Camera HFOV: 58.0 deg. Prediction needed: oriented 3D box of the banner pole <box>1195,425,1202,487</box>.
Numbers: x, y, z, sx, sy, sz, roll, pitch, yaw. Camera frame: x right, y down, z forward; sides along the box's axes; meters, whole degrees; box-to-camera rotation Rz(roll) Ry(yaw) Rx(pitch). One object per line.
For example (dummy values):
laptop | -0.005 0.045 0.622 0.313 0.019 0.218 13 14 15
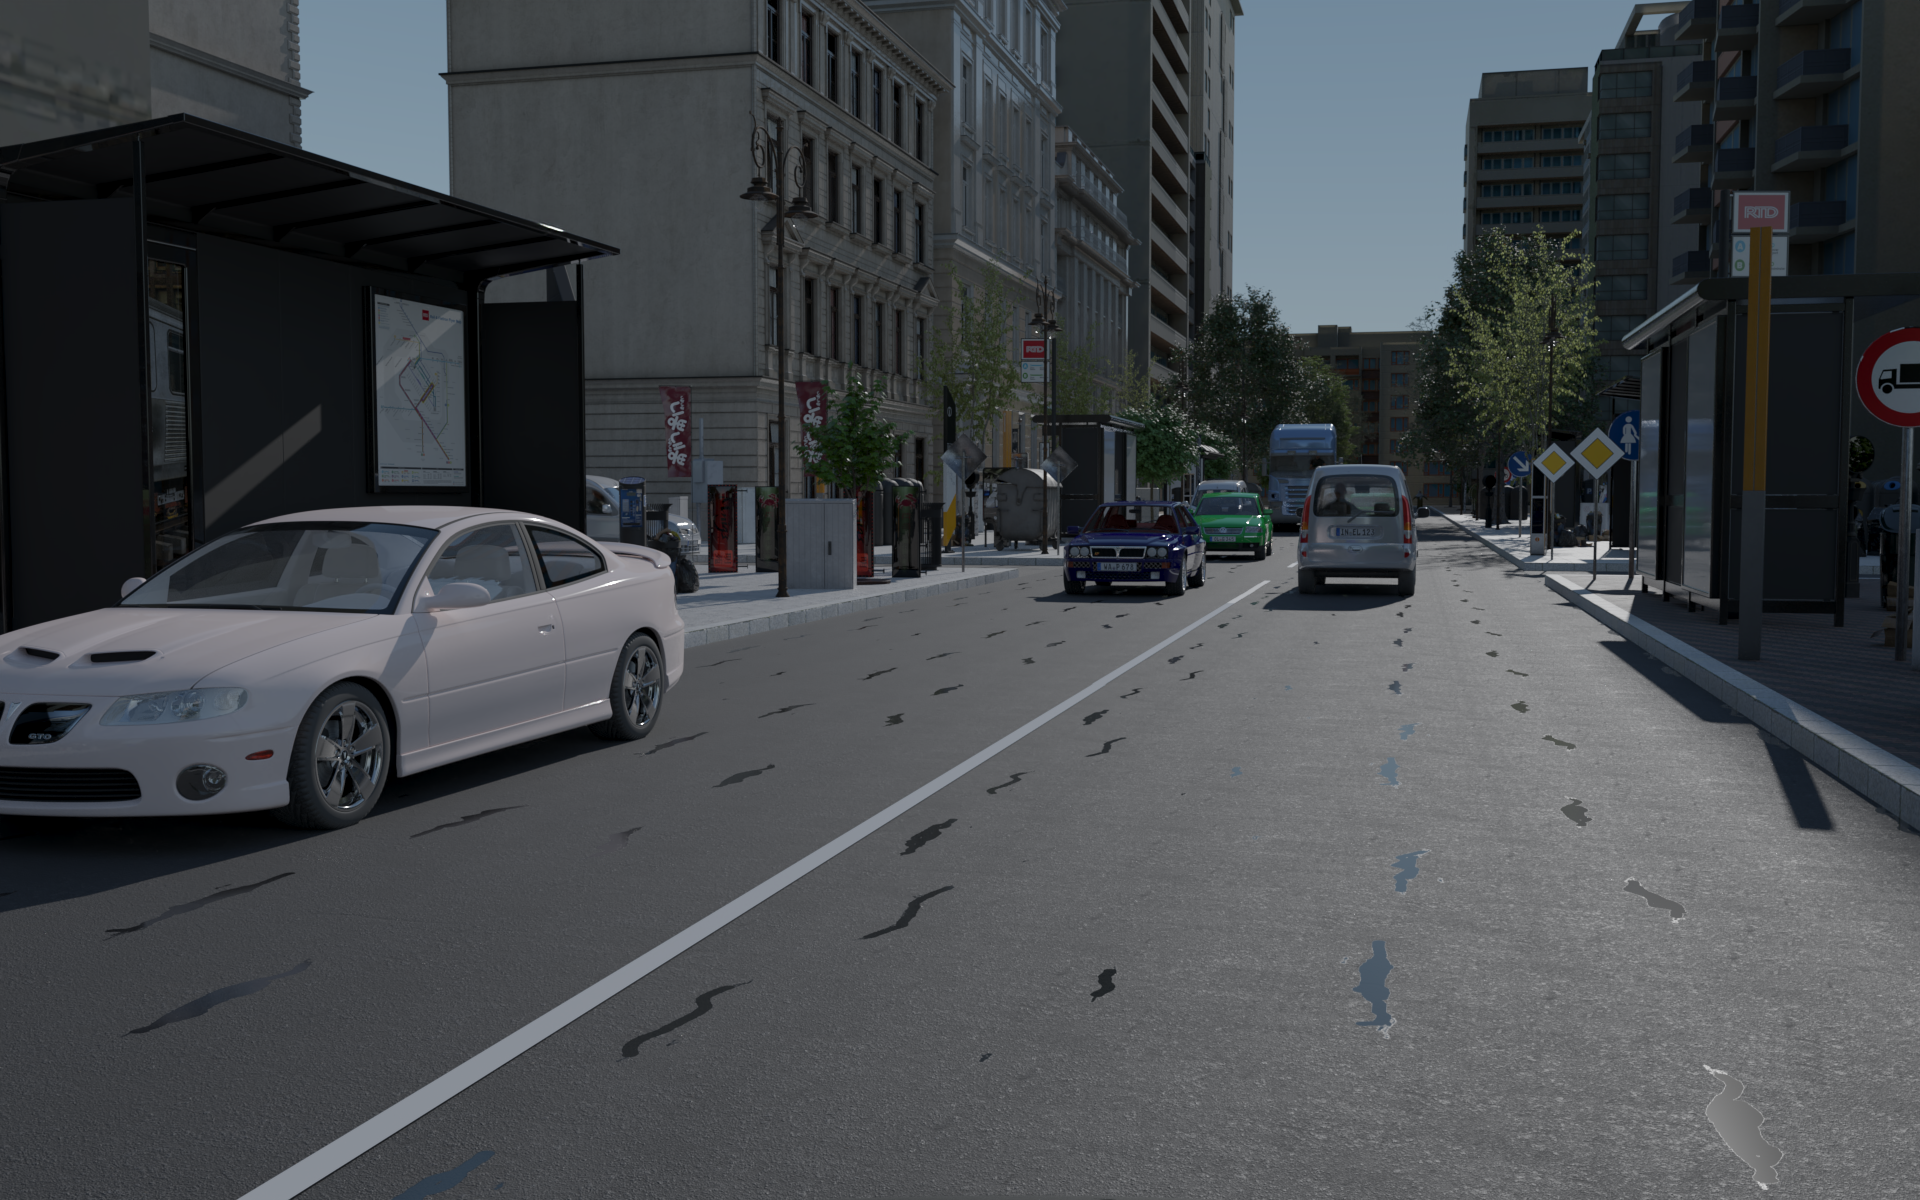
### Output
banner pole | 8.734 -4.494 63.488 0.401 3.779 0.863 1 4 21

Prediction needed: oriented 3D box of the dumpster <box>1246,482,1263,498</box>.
dumpster | 14.484 -4.965 86.940 1.264 1.857 1.865 1 4 15

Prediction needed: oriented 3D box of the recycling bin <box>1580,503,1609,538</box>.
recycling bin | 17.998 -2.237 49.133 0.722 1.027 0.722 2 4 24

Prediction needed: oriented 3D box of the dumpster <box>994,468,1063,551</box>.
dumpster | 1.546 -2.061 39.448 1.264 1.857 1.865 1 4 15

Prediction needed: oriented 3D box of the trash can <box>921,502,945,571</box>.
trash can | -0.610 -1.074 29.211 0.748 1.137 0.748 0 3 0

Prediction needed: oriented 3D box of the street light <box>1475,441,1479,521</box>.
street light | 24.970 -6.770 83.474 0.468 5.910 1.993 1 4 14

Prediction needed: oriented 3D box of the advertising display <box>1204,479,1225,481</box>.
advertising display | 10.520 -4.080 71.930 0.974 1.923 0.123 0 4 -6

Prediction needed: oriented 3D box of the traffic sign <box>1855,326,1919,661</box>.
traffic sign | 7.245 -0.805 13.263 0.768 2.556 0.104 1 4 18

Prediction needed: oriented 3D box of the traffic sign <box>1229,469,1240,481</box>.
traffic sign | 12.970 -5.054 82.735 0.768 2.556 0.104 1 4 22

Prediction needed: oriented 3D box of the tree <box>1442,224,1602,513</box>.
tree | 15.291 -5.884 46.572 4.360 8.622 3.978 0 3 0

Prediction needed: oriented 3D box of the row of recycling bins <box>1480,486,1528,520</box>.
row of recycling bins | 27.388 -4.905 87.310 1.069 1.692 3.534 -1 4 -15

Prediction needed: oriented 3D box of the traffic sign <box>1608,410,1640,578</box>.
traffic sign | 10.233 -1.604 26.324 0.768 2.556 0.104 1 4 16

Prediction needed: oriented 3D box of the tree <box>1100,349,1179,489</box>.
tree | 8.986 -8.341 86.741 4.360 8.622 3.978 0 3 0

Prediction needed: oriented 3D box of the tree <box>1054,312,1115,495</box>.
tree | 4.456 -7.282 69.427 4.737 8.622 4.395 0 3 0

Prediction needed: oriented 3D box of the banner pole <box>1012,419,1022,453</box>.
banner pole | 1.907 -4.155 57.947 0.401 3.779 0.863 -2 4 -24

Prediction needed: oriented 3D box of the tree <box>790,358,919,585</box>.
tree | -1.548 -1.855 24.926 1.663 3.219 1.824 0 3 0

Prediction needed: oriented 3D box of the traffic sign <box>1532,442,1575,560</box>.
traffic sign | 11.536 -1.838 33.701 0.795 2.450 0.064 1 4 14

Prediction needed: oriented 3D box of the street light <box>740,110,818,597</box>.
street light | -2.210 -2.973 21.403 0.468 5.910 1.993 1 4 14

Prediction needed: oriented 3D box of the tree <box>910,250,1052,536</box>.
tree | 0.466 -6.273 52.931 4.737 8.622 4.395 0 3 0

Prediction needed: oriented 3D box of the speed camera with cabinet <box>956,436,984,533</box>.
speed camera with cabinet | 0.279 -3.924 58.492 0.660 3.252 2.038 -1 4 -15

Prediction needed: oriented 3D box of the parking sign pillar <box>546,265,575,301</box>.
parking sign pillar | -4.306 -1.823 18.274 1.447 3.967 1.447 -1 4 -22

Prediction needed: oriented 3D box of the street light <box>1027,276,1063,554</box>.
street light | 1.815 -3.917 36.830 0.468 5.910 1.993 1 4 14

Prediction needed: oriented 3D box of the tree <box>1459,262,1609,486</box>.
tree | 18.075 -6.376 54.615 4.737 8.622 4.395 0 3 0

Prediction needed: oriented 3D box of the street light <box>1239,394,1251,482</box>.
street light | 13.184 -6.581 80.384 0.468 5.910 1.993 1 4 14

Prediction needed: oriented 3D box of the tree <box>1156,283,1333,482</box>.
tree | 15.524 -10.854 94.474 9.611 12.733 9.660 0 3 0

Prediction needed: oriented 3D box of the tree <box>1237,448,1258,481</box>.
tree | 10.668 -5.668 76.390 4.285 4.588 4.351 0 3 0

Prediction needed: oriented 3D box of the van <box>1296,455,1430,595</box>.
van | 6.037 -1.167 26.097 2.013 2.044 4.112 1 4 15

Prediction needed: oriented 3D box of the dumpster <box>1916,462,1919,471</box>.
dumpster | 6.210 -0.233 9.561 1.264 1.857 1.865 1 4 14

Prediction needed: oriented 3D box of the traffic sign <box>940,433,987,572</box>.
traffic sign | 0.057 -1.516 28.436 0.795 2.450 0.064 1 4 14

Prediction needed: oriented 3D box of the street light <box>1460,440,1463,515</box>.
street light | 30.508 -8.100 105.229 0.468 5.910 1.993 1 4 14

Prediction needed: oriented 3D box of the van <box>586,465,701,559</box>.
van | -7.252 -1.693 34.689 4.112 2.044 2.013 1 4 14

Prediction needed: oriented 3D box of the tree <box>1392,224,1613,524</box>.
tree | 23.135 -9.578 73.602 9.611 12.733 9.660 0 3 0

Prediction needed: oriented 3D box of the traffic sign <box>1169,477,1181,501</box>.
traffic sign | 7.855 -3.965 64.826 0.884 2.594 0.081 1 4 22

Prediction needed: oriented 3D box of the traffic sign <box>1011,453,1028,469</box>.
traffic sign | 1.377 -2.483 42.726 0.606 2.300 0.079 1 4 15

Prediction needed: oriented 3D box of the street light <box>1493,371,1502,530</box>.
street light | 19.294 -5.454 61.961 0.468 5.910 1.993 1 4 14

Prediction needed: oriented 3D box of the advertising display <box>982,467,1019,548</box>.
advertising display | 0.993 -2.224 41.572 0.974 1.923 0.123 2 4 29

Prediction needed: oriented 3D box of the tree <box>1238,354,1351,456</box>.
tree | 19.958 -10.582 107.426 8.767 10.594 7.601 1 4 10

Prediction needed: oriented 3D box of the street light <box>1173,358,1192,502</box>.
street light | 7.558 -5.264 58.858 0.468 5.910 1.993 1 4 14

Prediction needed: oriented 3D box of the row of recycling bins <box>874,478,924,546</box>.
row of recycling bins | -1.798 -2.251 43.911 1.069 1.692 3.534 1 4 21

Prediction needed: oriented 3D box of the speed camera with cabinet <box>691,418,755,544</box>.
speed camera with cabinet | -6.099 -3.090 44.863 2.038 3.252 0.660 3 5 42

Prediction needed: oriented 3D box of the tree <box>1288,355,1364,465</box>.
tree | 29.085 -13.683 141.842 7.486 12.596 7.792 0 3 0

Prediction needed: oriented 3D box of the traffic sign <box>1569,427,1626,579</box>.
traffic sign | 9.534 -1.366 25.970 0.795 2.450 0.064 1 4 14

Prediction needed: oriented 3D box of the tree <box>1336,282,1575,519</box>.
tree | 27.249 -10.991 90.071 12.009 13.543 11.850 0 3 0

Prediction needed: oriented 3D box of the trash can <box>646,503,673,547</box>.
trash can | -4.706 -0.887 26.151 0.748 1.137 0.748 0 3 0

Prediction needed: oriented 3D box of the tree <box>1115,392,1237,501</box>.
tree | 6.215 -4.429 56.131 4.285 4.588 4.351 0 3 0

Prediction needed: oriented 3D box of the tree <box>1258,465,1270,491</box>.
tree | 21.418 -8.203 117.826 4.285 4.588 4.351 0 3 0

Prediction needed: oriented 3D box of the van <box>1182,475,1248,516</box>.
van | 7.578 -2.672 50.705 2.013 2.044 4.112 1 4 15

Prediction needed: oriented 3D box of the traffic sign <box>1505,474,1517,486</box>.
traffic sign | 31.436 -6.048 98.985 0.768 2.556 0.104 2 4 23

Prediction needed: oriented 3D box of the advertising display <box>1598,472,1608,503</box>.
advertising display | 18.856 -2.797 50.939 0.123 1.923 0.974 2 4 34

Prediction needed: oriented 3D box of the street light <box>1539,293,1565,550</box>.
street light | 13.611 -4.108 39.951 0.468 5.910 1.993 1 4 14

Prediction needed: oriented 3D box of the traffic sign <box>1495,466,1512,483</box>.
traffic sign | 24.989 -4.868 79.696 0.768 2.556 0.104 2 4 23

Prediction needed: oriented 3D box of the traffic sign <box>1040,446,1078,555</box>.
traffic sign | 2.058 -1.989 36.167 0.795 2.450 0.064 1 4 14

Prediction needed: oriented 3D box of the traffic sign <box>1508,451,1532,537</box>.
traffic sign | 16.669 -3.142 51.481 0.768 2.556 0.104 1 4 23

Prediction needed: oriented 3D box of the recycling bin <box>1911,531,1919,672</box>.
recycling bin | 7.389 0.002 12.518 0.722 1.027 0.722 -3 5 -45

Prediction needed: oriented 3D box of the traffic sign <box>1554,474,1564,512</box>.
traffic sign | 19.682 -3.504 57.403 0.768 2.556 0.104 1 4 22
